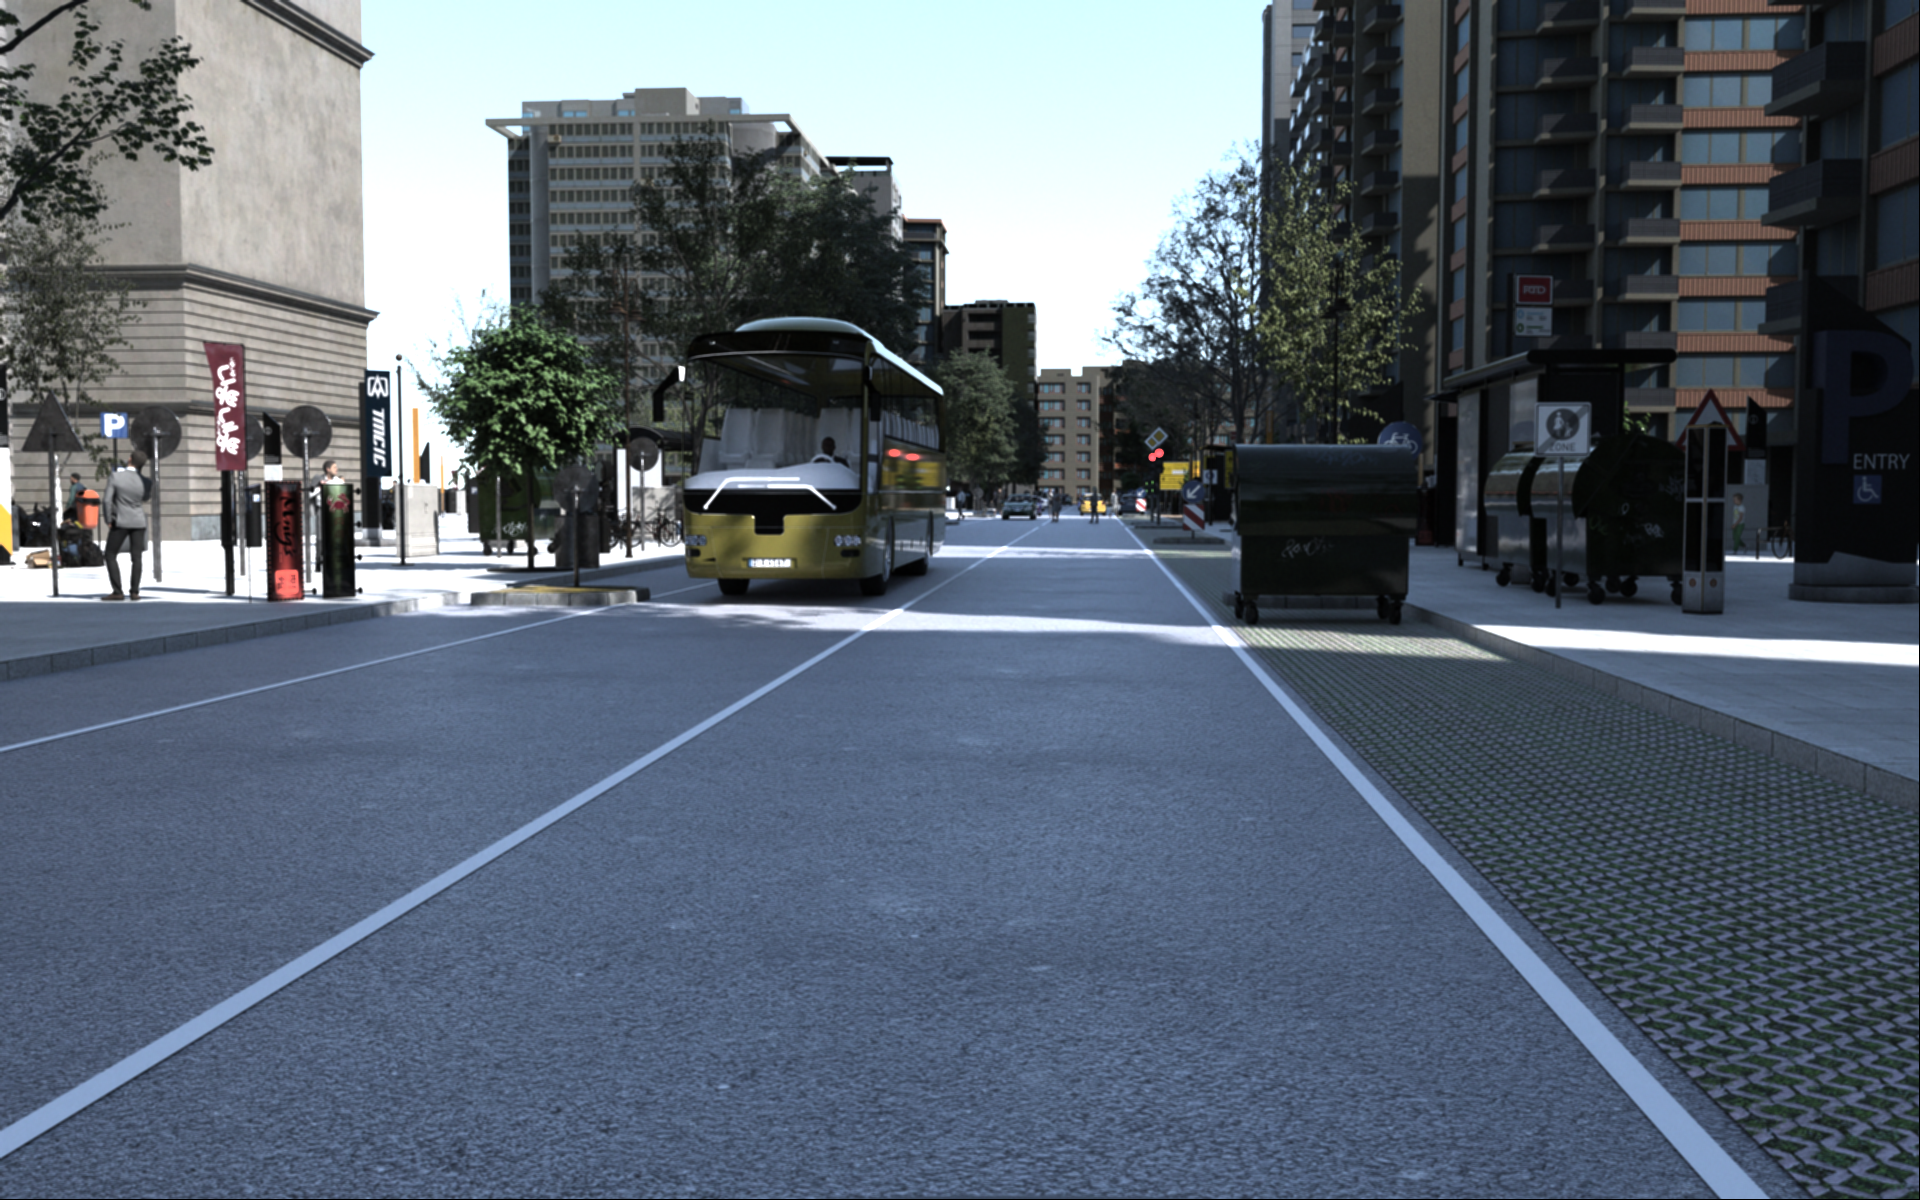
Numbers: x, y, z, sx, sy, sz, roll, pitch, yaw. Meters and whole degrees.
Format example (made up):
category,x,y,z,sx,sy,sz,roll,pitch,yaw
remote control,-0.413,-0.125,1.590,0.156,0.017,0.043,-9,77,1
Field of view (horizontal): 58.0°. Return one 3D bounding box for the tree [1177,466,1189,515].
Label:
category,x,y,z,sx,sy,sz,roll,pitch,yaw
tree,13.943,-6.798,105.750,1.663,3.219,1.824,0,3,0

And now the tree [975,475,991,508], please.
category,x,y,z,sx,sy,sz,roll,pitch,yaw
tree,2.176,-9.845,155.566,1.663,3.219,1.824,0,3,0

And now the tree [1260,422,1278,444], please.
category,x,y,z,sx,sy,sz,roll,pitch,yaw
tree,8.530,-3.199,46.907,1.663,3.219,1.824,0,3,0

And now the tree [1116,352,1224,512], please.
category,x,y,z,sx,sy,sz,roll,pitch,yaw
tree,15.379,-12.096,123.523,9.928,11.665,9.643,0,3,0

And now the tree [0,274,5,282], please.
category,x,y,z,sx,sy,sz,roll,pitch,yaw
tree,-16.749,-4.596,25.504,4.737,8.622,4.395,0,3,0

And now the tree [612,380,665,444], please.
category,x,y,z,sx,sy,sz,roll,pitch,yaw
tree,-20.220,-9.743,109.663,4.360,8.622,3.978,0,3,0

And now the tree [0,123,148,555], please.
category,x,y,z,sx,sy,sz,roll,pitch,yaw
tree,-18.164,-5.144,34.472,4.360,8.622,3.978,0,3,0

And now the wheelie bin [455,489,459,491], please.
category,x,y,z,sx,sy,sz,roll,pitch,yaw
wheelie bin,-42.307,-8.398,145.210,0.980,1.594,0.693,0,4,-6

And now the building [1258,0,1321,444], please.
category,x,y,z,sx,sy,sz,roll,pitch,yaw
building,45.155,-40.187,199.061,21.231,58.520,28.212,0,4,4

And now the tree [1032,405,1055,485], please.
category,x,y,z,sx,sy,sz,roll,pitch,yaw
tree,7.140,-19.444,224.571,9.857,13.997,8.962,0,3,0

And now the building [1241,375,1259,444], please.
category,x,y,z,sx,sy,sz,roll,pitch,yaw
building,56.615,-25.621,263.934,28.899,21.520,27.650,0,4,4

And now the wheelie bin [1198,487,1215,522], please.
category,x,y,z,sx,sy,sz,roll,pitch,yaw
wheelie bin,11.275,-4.412,80.038,0.980,1.594,0.693,-2,4,-27

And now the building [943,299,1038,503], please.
category,x,y,z,sx,sy,sz,roll,pitch,yaw
building,4.622,-29.894,260.461,14.107,30.474,14.160,0,4,4

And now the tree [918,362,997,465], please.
category,x,y,z,sx,sy,sz,roll,pitch,yaw
tree,-1.361,-11.393,120.682,8.767,10.594,7.601,-2,4,-30

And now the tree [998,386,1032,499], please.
category,x,y,z,sx,sy,sz,roll,pitch,yaw
tree,5.365,-17.536,197.084,12.009,13.543,11.850,0,3,0

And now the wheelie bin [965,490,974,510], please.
category,x,y,z,sx,sy,sz,roll,pitch,yaw
wheelie bin,0.761,-8.205,142.056,0.693,1.594,0.980,0,4,-6

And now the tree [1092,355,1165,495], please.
category,x,y,z,sx,sy,sz,roll,pitch,yaw
tree,24.058,-23.038,232.555,12.611,20.169,13.585,0,3,0

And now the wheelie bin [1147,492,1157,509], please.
category,x,y,z,sx,sy,sz,roll,pitch,yaw
wheelie bin,16.892,-8.847,152.550,0.980,1.594,0.693,2,4,34

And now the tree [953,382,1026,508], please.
category,x,y,z,sx,sy,sz,roll,pitch,yaw
tree,2.246,-14.958,162.684,7.486,12.596,7.792,0,3,0

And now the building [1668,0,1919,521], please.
category,x,y,z,sx,sy,sz,roll,pitch,yaw
building,42.041,-27.397,102.565,28.867,44.769,22.147,0,4,4

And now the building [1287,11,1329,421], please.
category,x,y,z,sx,sy,sz,roll,pitch,yaw
building,44.298,-33.641,169.637,23.786,49.044,30.456,0,4,4

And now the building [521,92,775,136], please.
category,x,y,z,sx,sy,sz,roll,pitch,yaw
building,-36.818,-36.073,209.402,30.456,49.044,23.786,0,4,4

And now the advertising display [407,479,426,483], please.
category,x,y,z,sx,sy,sz,roll,pitch,yaw
advertising display,-22.732,-4.116,72.504,0.123,1.923,0.974,2,4,26

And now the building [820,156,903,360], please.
category,x,y,z,sx,sy,sz,roll,pitch,yaw
building,-14.318,-32.302,211.739,14.086,41.232,14.154,0,4,4

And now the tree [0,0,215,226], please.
category,x,y,z,sx,sy,sz,roll,pitch,yaw
tree,-8.671,-5.405,14.123,9.928,11.665,9.643,0,3,0

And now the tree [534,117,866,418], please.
category,x,y,z,sx,sy,sz,roll,pitch,yaw
tree,-6.817,-6.690,43.790,8.767,10.594,7.601,-1,4,-13

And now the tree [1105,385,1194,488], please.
category,x,y,z,sx,sy,sz,roll,pitch,yaw
tree,15.200,-12.539,139.425,7.601,10.594,8.767,-1,4,-13

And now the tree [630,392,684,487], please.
category,x,y,z,sx,sy,sz,roll,pitch,yaw
tree,-22.144,-10.583,123.397,4.737,8.622,4.395,0,3,0

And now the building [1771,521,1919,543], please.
category,x,y,z,sx,sy,sz,roll,pitch,yaw
building,32.825,-23.618,40.776,22.147,44.769,28.867,0,4,4

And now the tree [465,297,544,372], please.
category,x,y,z,sx,sy,sz,roll,pitch,yaw
tree,-16.328,-6.966,64.263,4.737,8.622,4.395,0,3,0

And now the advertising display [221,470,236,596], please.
category,x,y,z,sx,sy,sz,roll,pitch,yaw
advertising display,-9.395,-1.042,22.257,0.123,1.923,0.974,-1,4,-21

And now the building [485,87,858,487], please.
category,x,y,z,sx,sy,sz,roll,pitch,yaw
building,-26.761,-29.230,169.791,32.217,40.220,23.993,0,4,4

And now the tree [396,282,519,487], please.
category,x,y,z,sx,sy,sz,roll,pitch,yaw
tree,-16.814,-6.680,59.577,4.360,8.622,3.978,0,3,0

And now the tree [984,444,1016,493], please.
category,x,y,z,sx,sy,sz,roll,pitch,yaw
tree,3.511,-13.843,176.699,4.360,8.622,3.978,0,3,0

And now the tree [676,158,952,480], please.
category,x,y,z,sx,sy,sz,roll,pitch,yaw
tree,-5.508,-9.687,65.037,9.857,13.997,8.962,0,3,0

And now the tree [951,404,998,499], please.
category,x,y,z,sx,sy,sz,roll,pitch,yaw
tree,1.280,-11.531,138.888,4.737,8.622,4.395,0,3,0

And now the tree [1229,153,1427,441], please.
category,x,y,z,sx,sy,sz,roll,pitch,yaw
tree,7.726,-5.337,37.614,4.737,8.622,4.395,0,3,0

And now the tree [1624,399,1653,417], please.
category,x,y,z,sx,sy,sz,roll,pitch,yaw
tree,13.686,-2.496,35.405,1.663,3.219,1.824,0,3,0

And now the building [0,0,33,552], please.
category,x,y,z,sx,sy,sz,roll,pitch,yaw
building,-26.544,-12.255,29.252,11.050,23.489,19.941,0,4,4

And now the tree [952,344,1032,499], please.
category,x,y,z,sx,sy,sz,roll,pitch,yaw
tree,0.967,-14.689,146.812,9.857,13.997,8.962,0,3,0

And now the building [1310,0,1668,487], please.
category,x,y,z,sx,sy,sz,roll,pitch,yaw
building,39.800,-29.567,138.046,22.147,44.769,28.867,0,4,4

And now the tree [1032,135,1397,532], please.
category,x,y,z,sx,sy,sz,roll,pitch,yaw
tree,9.636,-9.081,58.837,12.009,13.543,11.850,0,3,0

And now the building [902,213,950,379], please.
category,x,y,z,sx,sy,sz,roll,pitch,yaw
building,-16.494,-37.387,265.903,28.867,44.769,22.147,0,4,4

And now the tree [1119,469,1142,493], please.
category,x,y,z,sx,sy,sz,roll,pitch,yaw
tree,21.873,-14.589,222.240,4.285,4.588,4.351,0,3,0

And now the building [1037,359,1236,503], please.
category,x,y,z,sx,sy,sz,roll,pitch,yaw
building,26.769,-25.737,265.833,28.899,21.520,27.650,0,4,4

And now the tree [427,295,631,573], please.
category,x,y,z,sx,sy,sz,roll,pitch,yaw
tree,-7.267,-2.761,28.858,4.285,4.588,4.351,0,3,0

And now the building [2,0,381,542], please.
category,x,y,z,sx,sy,sz,roll,pitch,yaw
building,-37.112,-14.374,54.099,34.723,24.649,14.460,0,4,4
